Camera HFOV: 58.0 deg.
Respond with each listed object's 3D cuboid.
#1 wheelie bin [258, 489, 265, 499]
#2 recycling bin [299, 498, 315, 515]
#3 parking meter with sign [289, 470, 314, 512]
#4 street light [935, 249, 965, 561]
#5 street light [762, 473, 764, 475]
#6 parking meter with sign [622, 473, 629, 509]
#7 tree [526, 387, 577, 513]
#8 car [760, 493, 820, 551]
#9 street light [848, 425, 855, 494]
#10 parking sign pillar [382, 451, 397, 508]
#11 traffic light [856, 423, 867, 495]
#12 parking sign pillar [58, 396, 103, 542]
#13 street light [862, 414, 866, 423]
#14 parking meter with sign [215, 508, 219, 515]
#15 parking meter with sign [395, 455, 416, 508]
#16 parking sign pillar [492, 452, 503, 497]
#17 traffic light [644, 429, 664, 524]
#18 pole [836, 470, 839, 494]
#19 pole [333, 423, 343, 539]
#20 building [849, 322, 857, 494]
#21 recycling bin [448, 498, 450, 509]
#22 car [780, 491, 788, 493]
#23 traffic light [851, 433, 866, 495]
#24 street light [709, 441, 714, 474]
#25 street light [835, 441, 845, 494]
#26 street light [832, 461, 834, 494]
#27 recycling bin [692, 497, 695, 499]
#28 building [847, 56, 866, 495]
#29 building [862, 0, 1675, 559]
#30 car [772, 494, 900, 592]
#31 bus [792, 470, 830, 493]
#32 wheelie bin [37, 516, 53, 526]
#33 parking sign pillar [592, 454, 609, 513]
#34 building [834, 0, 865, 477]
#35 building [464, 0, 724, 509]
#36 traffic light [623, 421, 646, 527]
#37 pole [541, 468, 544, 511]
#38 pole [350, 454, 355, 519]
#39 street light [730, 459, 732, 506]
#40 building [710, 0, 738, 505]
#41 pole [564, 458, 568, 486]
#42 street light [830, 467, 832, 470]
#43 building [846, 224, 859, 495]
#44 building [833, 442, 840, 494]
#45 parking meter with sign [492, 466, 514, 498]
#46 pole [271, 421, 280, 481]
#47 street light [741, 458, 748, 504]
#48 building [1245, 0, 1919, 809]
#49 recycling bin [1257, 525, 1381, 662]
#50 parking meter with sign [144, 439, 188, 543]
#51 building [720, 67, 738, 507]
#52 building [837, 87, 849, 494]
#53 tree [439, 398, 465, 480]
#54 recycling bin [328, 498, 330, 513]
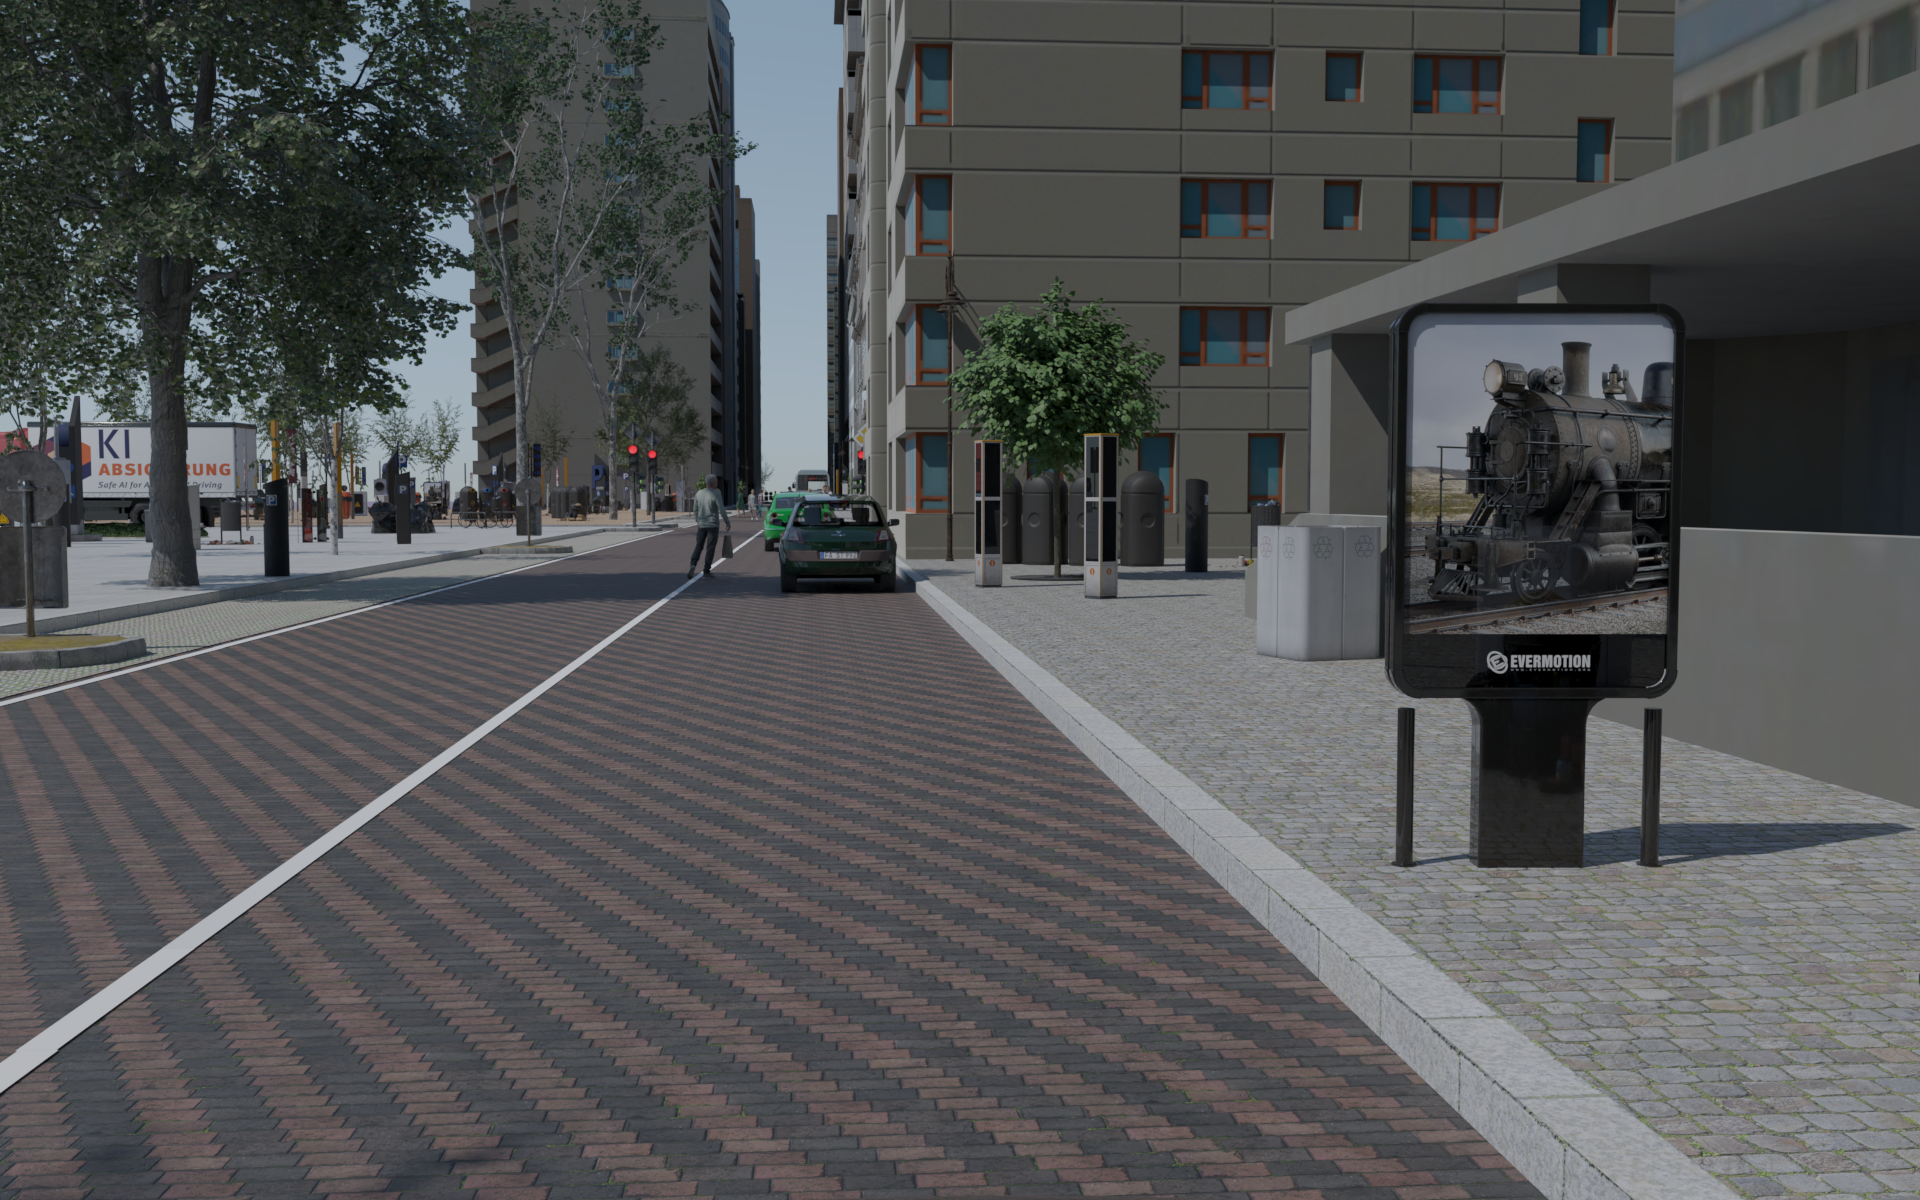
[{"bbox_3d":[-46.330,-6.517,114.458,0.693,1.594,0.980,1,4,19],"label":"wheelie bin"},{"bbox_3d":[-40.791,-5.849,108.183,0.722,1.027,0.722,1,4,16],"label":"recycling bin"},{"bbox_3d":[-48.267,-7.987,126.855,1.738,3.016,0.543,-2,4,-28],"label":"parking meter with sign"},{"bbox_3d":[-0.196,-3.680,32.952,0.468,5.910,1.993,0,4,-5],"label":"street light"},{"bbox_3d":[-34.475,-20.189,302.880,0.468,5.910,1.993,0,4,-5],"label":"street light"},{"bbox_3d":[-27.491,-8.952,142.625,0.543,3.016,1.738,-1,4,-12],"label":"parking meter with sign"},{"bbox_3d":[-28.588,-10.375,119.991,4.360,8.622,3.978,0,3,0],"label":"tree"},{"bbox_3d":[-4.163,-2.194,44.667,1.959,1.807,4.718,0,4,-6],"label":"car"},{"bbox_3d":[-7.238,-8.753,115.905,0.468,5.910,1.993,0,4,-5],"label":"street light"},{"bbox_3d":[-35.281,-7.257,107.129,1.447,3.967,1.447,0,4,7],"label":"parking sign pillar"},{"bbox_3d":[-3.614,-4.789,67.215,0.839,4.253,0.868,0,4,-5],"label":"traffic light"},{"bbox_3d":[-24.055,-3.570,46.847,1.447,3.967,1.447,-1,4,-20],"label":"parking sign pillar"},{"bbox_3d":[-4.382,-6.659,81.660,0.468,5.910,1.993,0,4,-5],"label":"street light"},{"bbox_3d":[-42.431,-6.262,98.649,0.543,3.016,1.738,-1,4,-21],"label":"parking meter with sign"},{"bbox_3d":[-24.592,-4.951,77.204,0.543,3.016,1.738,-3,4,-38],"label":"parking meter with sign"},{"bbox_3d":[-29.667,-7.505,111.172,1.447,3.967,1.447,0,4,-2],"label":"parking sign pillar"},{"bbox_3d":[-13.165,-5.229,74.408,0.839,4.253,0.868,0,4,-5],"label":"traffic light"},{"bbox_3d":[-10.278,-9.273,145.459,0.158,3.312,0.155,0,3,0],"label":"pole"},{"bbox_3d":[-17.853,-3.418,49.725,0.158,3.312,0.155,0,3,0],"label":"pole"},{"bbox_3d":[-3.738,-17.589,142.324,10.420,20.320,16.860,0,4,-5],"label":"building"},{"bbox_3d":[-43.090,-8.091,144.838,0.722,1.027,0.722,-2,4,-35],"label":"recycling bin"},{"bbox_3d":[-24.120,-14.104,239.265,2.281,1.827,5.304,0,4,-5],"label":"car"},{"bbox_3d":[-4.286,-5.275,75.171,0.839,4.253,0.868,0,4,-5],"label":"traffic light"},{"bbox_3d":[-21.713,-10.925,151.406,0.468,5.910,1.993,0,4,-5],"label":"street light"},{"bbox_3d":[-10.891,-11.303,157.587,0.468,5.910,1.993,0,4,-5],"label":"street light"},{"bbox_3d":[-13.654,-13.373,191.434,0.468,5.910,1.993,0,4,-5],"label":"street light"},{"bbox_3d":[-21.366,-7.718,138.746,0.722,1.027,0.722,-1,4,-10],"label":"recycling bin"},{"bbox_3d":[0.175,-18.352,97.326,12.463,27.353,25.104,0,4,-5],"label":"building"},{"bbox_3d":[11.495,-12.464,48.831,27.650,21.520,28.899,0,4,-5],"label":"building"},{"bbox_3d":[-1.906,-1.036,26.732,2.009,1.686,4.222,0,4,-5],"label":"car"},{"bbox_3d":[-11.760,-8.686,136.871,2.948,3.499,13.247,0,4,-6],"label":"bus"},{"bbox_3d":[-25.388,-2.456,48.066,0.980,1.594,0.693,0,4,-4],"label":"wheelie bin"},{"bbox_3d":[-24.097,-7.806,116.102,1.447,3.967,1.447,3,4,36],"label":"parking sign pillar"},{"bbox_3d":[2.415,-35.381,167.716,28.713,52.752,27.495,0,4,-5],"label":"building"},{"bbox_3d":[-33.231,-32.768,159.455,21.300,48.544,21.600,0,4,-5],"label":"building"},{"bbox_3d":[-12.493,-4.742,66.451,0.839,4.253,0.868,0,4,-5],"label":"traffic light"},{"bbox_3d":[-32.295,-8.573,134.015,0.158,3.312,0.155,0,3,0],"label":"pole"},{"bbox_3d":[-30.952,-5.771,88.201,0.158,3.312,0.155,0,3,0],"label":"pole"},{"bbox_3d":[-24.526,-12.995,185.249,0.468,5.910,1.993,0,4,-5],"label":"street light"},{"bbox_3d":[-36.921,-40.167,198.729,21.231,58.520,28.212,0,4,-5],"label":"building"},{"bbox_3d":[-21.948,-6.283,96.564,0.158,3.312,0.155,0,3,0],"label":"pole"},{"bbox_3d":[-16.503,-15.472,225.750,0.468,5.910,1.993,0,4,-5],"label":"street light"},{"bbox_3d":[-1.140,-17.138,122.003,13.314,21.916,24.055,0,4,-5],"label":"building"},{"bbox_3d":[-4.138,-54.863,209.685,22.319,86.520,31.000,0,4,-5],"label":"building"},{"bbox_3d":[-27.955,-6.775,107.033,1.738,3.016,0.543,-3,5,-42],"label":"parking meter with sign"},{"bbox_3d":[-19.042,-3.327,48.241,0.158,3.312,0.155,0,3,0],"label":"pole"},{"bbox_3d":[-27.591,-15.122,220.039,0.468,5.910,1.993,0,4,-5],"label":"street light"},{"bbox_3d":[19.608,-19.537,11.309,32.217,40.220,23.993,0,4,-5],"label":"building"},{"bbox_3d":[2.820,-0.067,13.652,0.722,1.027,0.722,-1,4,-20],"label":"recycling bin"},{"bbox_3d":[-21.324,-3.071,46.479,0.543,3.016,1.738,0,4,-1],"label":"parking meter with sign"},{"bbox_3d":[-30.931,-32.311,178.394,14.600,45.320,14.200,0,4,-5],"label":"building"},{"bbox_3d":[-6.257,-32.906,188.126,14.600,45.320,14.200,0,4,-5],"label":"building"},{"bbox_3d":[-39.213,-11.009,130.363,4.737,8.622,4.395,0,3,0],"label":"tree"},{"bbox_3d":[-42.714,-6.394,117.092,0.722,1.027,0.722,-3,4,-38],"label":"recycling bin"}]
